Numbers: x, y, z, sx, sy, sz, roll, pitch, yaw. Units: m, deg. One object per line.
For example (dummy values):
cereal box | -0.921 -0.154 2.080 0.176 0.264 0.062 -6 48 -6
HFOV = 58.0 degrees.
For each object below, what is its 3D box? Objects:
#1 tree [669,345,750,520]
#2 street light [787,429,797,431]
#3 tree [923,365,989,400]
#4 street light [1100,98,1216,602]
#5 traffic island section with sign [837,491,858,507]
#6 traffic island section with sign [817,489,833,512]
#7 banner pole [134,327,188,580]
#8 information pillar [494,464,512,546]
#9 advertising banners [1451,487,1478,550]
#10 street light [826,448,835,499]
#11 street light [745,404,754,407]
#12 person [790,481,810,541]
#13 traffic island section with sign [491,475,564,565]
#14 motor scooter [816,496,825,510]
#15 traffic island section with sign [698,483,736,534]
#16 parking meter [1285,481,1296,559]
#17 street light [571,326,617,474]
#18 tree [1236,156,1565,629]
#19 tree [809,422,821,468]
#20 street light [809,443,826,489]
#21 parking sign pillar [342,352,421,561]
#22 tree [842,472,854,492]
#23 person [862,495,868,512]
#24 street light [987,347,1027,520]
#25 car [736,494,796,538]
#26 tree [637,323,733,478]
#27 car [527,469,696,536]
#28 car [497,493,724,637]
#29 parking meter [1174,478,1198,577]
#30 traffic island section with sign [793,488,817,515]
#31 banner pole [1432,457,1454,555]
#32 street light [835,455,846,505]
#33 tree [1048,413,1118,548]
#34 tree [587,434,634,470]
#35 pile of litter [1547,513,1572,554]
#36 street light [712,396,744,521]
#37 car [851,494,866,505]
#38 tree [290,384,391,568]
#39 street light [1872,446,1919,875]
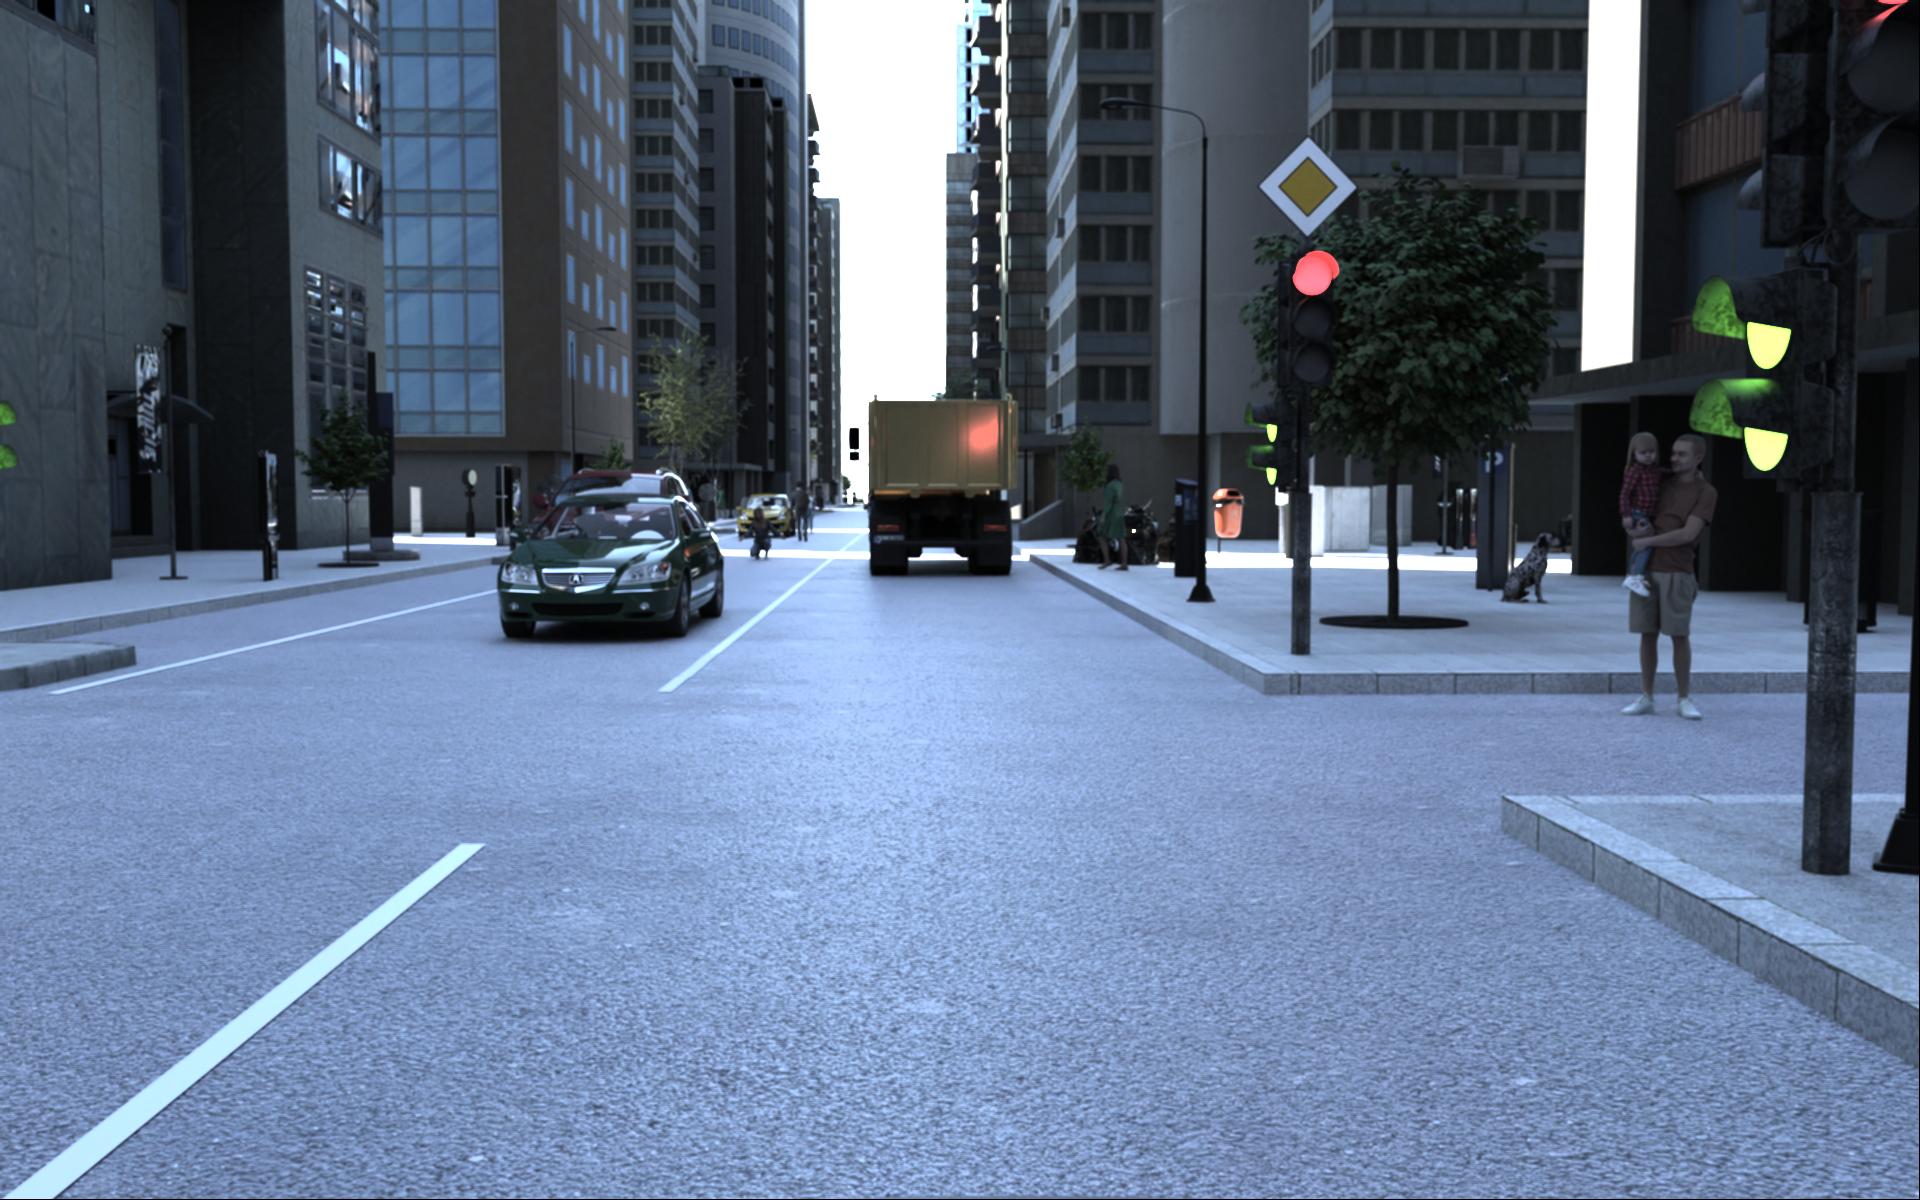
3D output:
tree | -12.239 -8.285 85.816 4.360 8.622 3.978 0 3 0
street light | -12.327 -9.261 123.954 1.470 5.913 1.316 0 4 -2
tree | -0.273 -16.240 172.177 9.857 13.997 8.962 0 3 0
street light | 2.340 -2.934 20.512 1.470 5.913 1.316 0 4 -2
traffic island section with sign | -12.788 -11.402 195.055 1.989 1.847 2.006 0 4 -2
traffic island section with sign | -11.312 -8.070 140.564 1.989 1.847 2.006 0 4 -2
banner pole | -11.941 -2.189 25.802 0.401 3.779 0.863 1 4 20
information pillar | -11.247 -2.336 42.693 0.304 2.012 0.304 2 4 35
advertising banners | 11.960 -2.703 40.379 0.090 3.025 2.074 3 5 41
street light | -13.553 -12.276 173.246 1.470 5.913 1.316 0 4 -2
street light | -11.376 -7.174 89.841 1.470 5.913 1.316 0 4 -2
person | -4.869 -2.708 52.737 0.622 1.834 0.822 0 4 -3
traffic island section with sign | -8.498 -1.667 35.888 1.989 1.847 2.006 0 4 -2
motor scooter | -11.761 -8.173 146.397 0.815 1.314 1.986 0 4 -1
traffic island section with sign | -9.233 -3.349 63.376 1.989 1.847 2.006 0 4 -2
parking meter | 6.597 -1.573 34.126 0.372 1.533 0.369 0 3 0
street light | -10.209 -4.622 48.118 1.470 5.913 1.316 0 4 -2
tree | 4.358 -2.041 17.079 4.285 4.588 4.351 0 3 0
tree | -15.082 -12.982 162.610 4.737 8.622 4.395 0 3 0
street light | -13.188 -11.340 157.943 1.470 5.913 1.316 0 4 -2
parking sign pillar | -11.244 -2.758 33.570 1.447 3.967 1.447 -1 4 -20
tree | -16.634 -15.965 244.733 4.285 4.588 4.351 0 3 0
person | -7.279 -7.948 139.173 1.217 1.735 0.721 0 4 -6
street light | 1.545 -5.031 54.798 1.470 5.913 1.316 0 4 -2
car | -6.467 -2.934 58.199 2.015 1.641 3.980 0 4 -1
tree | -12.156 -7.643 75.333 4.737 8.622 4.395 0 3 0
car | -5.080 -1.051 25.857 2.281 1.827 5.304 0 4 -2
car | -3.681 -0.431 18.852 2.131 1.459 4.920 0 4 -1
parking meter | 3.513 -1.126 26.817 0.372 1.533 0.369 0 3 0
traffic island section with sign | -10.586 -6.421 113.618 1.989 1.847 2.006 0 4 -2
banner pole | 10.260 -2.870 36.950 0.401 3.779 0.863 -1 4 -10
street light | -14.459 -14.354 207.233 1.470 5.913 1.316 0 4 -2
tree | 2.942 -2.875 41.610 1.663 3.219 1.824 0 3 0
tree | -11.041 -3.723 55.469 1.663 3.219 1.824 0 3 0
pile of litter | 13.405 -1.453 37.716 1.719 0.858 1.176 1 4 13
street light | -11.175 -6.701 82.104 1.470 5.913 1.316 0 4 -2
car | -13.537 -13.525 231.356 2.015 1.641 3.980 0 4 -2
tree | -10.941 -2.196 30.514 1.663 3.219 1.824 0 3 0
street light | 2.755 -2.032 5.760 1.470 5.913 1.316 0 4 -2
